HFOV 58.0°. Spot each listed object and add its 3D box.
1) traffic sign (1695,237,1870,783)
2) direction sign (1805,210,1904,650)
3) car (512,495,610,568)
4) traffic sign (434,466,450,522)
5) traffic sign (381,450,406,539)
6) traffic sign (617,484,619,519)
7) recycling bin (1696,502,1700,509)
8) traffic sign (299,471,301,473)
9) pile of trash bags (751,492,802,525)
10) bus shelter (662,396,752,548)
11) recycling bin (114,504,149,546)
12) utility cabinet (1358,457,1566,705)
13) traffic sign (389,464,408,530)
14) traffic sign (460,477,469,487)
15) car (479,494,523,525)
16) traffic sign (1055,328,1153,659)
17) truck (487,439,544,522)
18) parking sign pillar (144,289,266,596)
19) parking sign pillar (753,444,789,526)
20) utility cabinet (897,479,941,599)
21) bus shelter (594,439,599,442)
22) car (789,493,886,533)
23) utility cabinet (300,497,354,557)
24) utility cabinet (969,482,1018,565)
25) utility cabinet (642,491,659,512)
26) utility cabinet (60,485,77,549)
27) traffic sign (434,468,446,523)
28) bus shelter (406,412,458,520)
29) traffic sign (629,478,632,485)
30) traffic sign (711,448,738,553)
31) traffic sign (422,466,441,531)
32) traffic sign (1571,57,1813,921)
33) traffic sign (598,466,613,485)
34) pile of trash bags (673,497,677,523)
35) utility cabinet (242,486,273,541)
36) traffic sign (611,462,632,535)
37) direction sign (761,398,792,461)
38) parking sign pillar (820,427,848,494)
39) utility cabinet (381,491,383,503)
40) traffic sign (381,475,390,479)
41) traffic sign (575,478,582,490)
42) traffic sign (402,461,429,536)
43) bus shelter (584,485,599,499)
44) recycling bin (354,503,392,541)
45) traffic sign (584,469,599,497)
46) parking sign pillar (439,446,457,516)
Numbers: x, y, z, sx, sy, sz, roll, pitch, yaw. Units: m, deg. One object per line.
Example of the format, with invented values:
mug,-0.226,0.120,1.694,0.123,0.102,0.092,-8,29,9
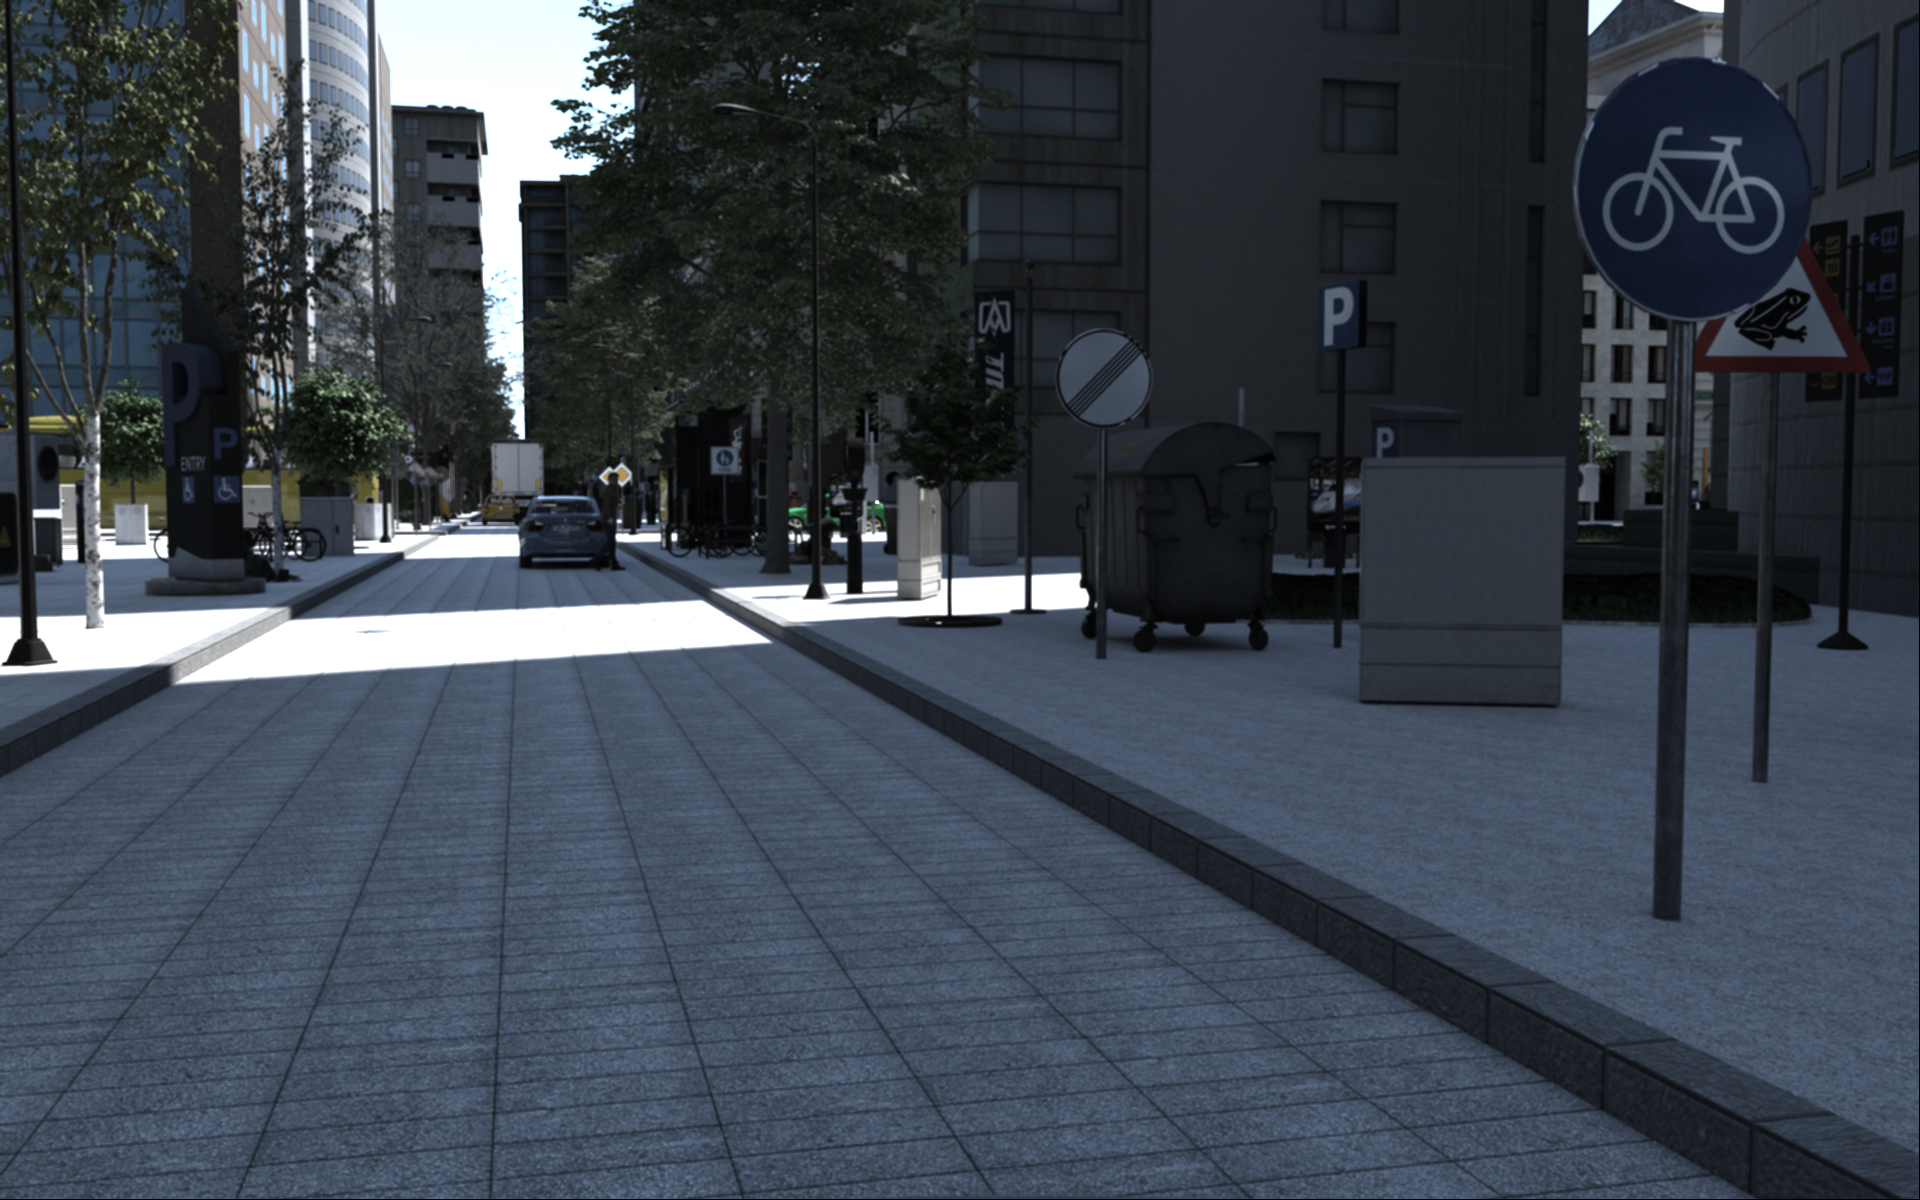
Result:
traffic sign,3.565,-0.467,7.644,0.884,2.594,0.081,0,4,-7
direction sign,7.349,-1.365,14.315,0.379,3.537,0.876,-1,4,-22
car,-8.004,-1.405,34.974,2.014,1.417,4.499,-1,4,-14
traffic sign,-23.673,-4.828,79.051,0.768,2.556,0.104,0,4,-5
traffic sign,-16.229,-3.023,49.529,0.768,2.556,0.104,-1,4,-9
traffic sign,-17.929,-5.545,90.774,0.768,2.556,0.104,-1,4,-11
recycling bin,24.326,-2.666,56.150,0.722,1.027,0.722,3,4,38
traffic sign,-18.940,-3.082,50.503,0.768,2.556,0.104,-1,4,-13
pile of trash bags,-8.104,-3.709,70.389,3.447,1.369,1.912,-2,4,-24
bus shelter,-6.536,-3.262,44.618,1.731,3.624,6.357,-1,4,-14
recycling bin,-20.832,-1.896,43.557,0.722,1.027,0.722,-1,4,-22
utility cabinet,3.047,-0.116,10.582,1.173,1.500,0.318,1,4,10
traffic sign,-20.105,-3.776,61.844,0.768,2.556,0.104,0,4,-7
traffic sign,-36.562,-7.795,127.556,0.768,2.556,0.104,-1,4,-13
car,-21.624,-4.363,81.559,2.015,1.641,3.980,-1,4,-15
traffic sign,1.103,-0.815,13.427,0.768,2.556,0.104,-1,4,-9
truck,-23.943,-6.384,93.289,2.839,4.237,11.283,-1,4,-16
parking sign pillar,-9.769,-2.071,22.333,1.447,3.967,1.447,3,5,42
parking sign pillar,-7.347,-4.836,67.546,1.447,3.967,1.447,-2,4,-30
utility cabinet,-0.486,-0.778,21.403,0.318,1.500,1.173,1,4,11
bus shelter,-26.310,-8.960,124.122,2.179,5.291,8.768,-1,4,-14
car,-4.498,-3.120,59.815,4.718,1.807,1.959,-1,4,-15
utility cabinet,-13.063,-1.504,35.760,1.020,1.237,0.306,-1,4,-19
utility cabinet,0.595,-1.380,31.248,0.318,1.500,1.173,2,4,34
utility cabinet,-22.405,-7.127,125.207,1.173,1.500,0.318,-1,4,-18
utility cabinet,-20.913,-1.919,40.048,0.318,1.500,1.173,2,4,29
traffic sign,-23.317,-4.650,77.208,0.795,2.450,0.064,-1,4,-12
bus shelter,-26.748,-6.744,87.889,2.179,5.291,8.768,-1,4,-14
traffic sign,-16.726,-5.195,87.065,0.606,2.300,0.079,-1,4,-10
traffic sign,-5.085,-2.163,37.495,0.606,2.300,0.079,-1,4,-9
traffic sign,-18.584,-3.489,60.682,0.795,2.450,0.064,-1,4,-14
traffic sign,2.141,-0.310,5.167,0.768,2.556,0.104,-1,4,-10
traffic sign,-12.572,-3.580,62.172,0.795,2.450,0.064,-1,4,-14
pile of trash bags,-11.779,-4.089,76.600,1.912,1.369,3.447,-1,4,-17
utility cabinet,-18.820,-2.270,45.796,1.173,1.500,0.318,-2,4,-30
traffic sign,-10.619,-3.106,54.428,0.795,2.450,0.064,-1,4,-14
direction sign,-4.304,-2.982,40.758,0.876,3.537,0.379,2,4,31
parking sign pillar,-4.850,-4.650,64.502,1.447,3.967,1.447,-2,4,-24
utility cabinet,-34.666,-5.852,104.359,0.318,1.500,1.173,-2,4,-26
traffic sign,-26.628,-4.942,80.911,0.768,2.556,0.104,0,4,-7
traffic sign,-22.394,-6.273,102.672,0.768,2.556,0.104,-1,4,-12
traffic sign,-16.631,-3.015,52.939,0.795,2.450,0.064,-1,4,-14
bus shelter,-22.496,-7.030,106.227,1.731,3.624,6.357,-1,4,-14
recycling bin,-16.197,-2.154,47.777,0.722,1.027,0.722,2,4,25
traffic sign,-18.477,-5.307,86.872,0.768,2.556,0.104,-1,4,-10
parking sign pillar,-28.787,-6.605,96.457,1.447,3.967,1.447,-3,5,-40
